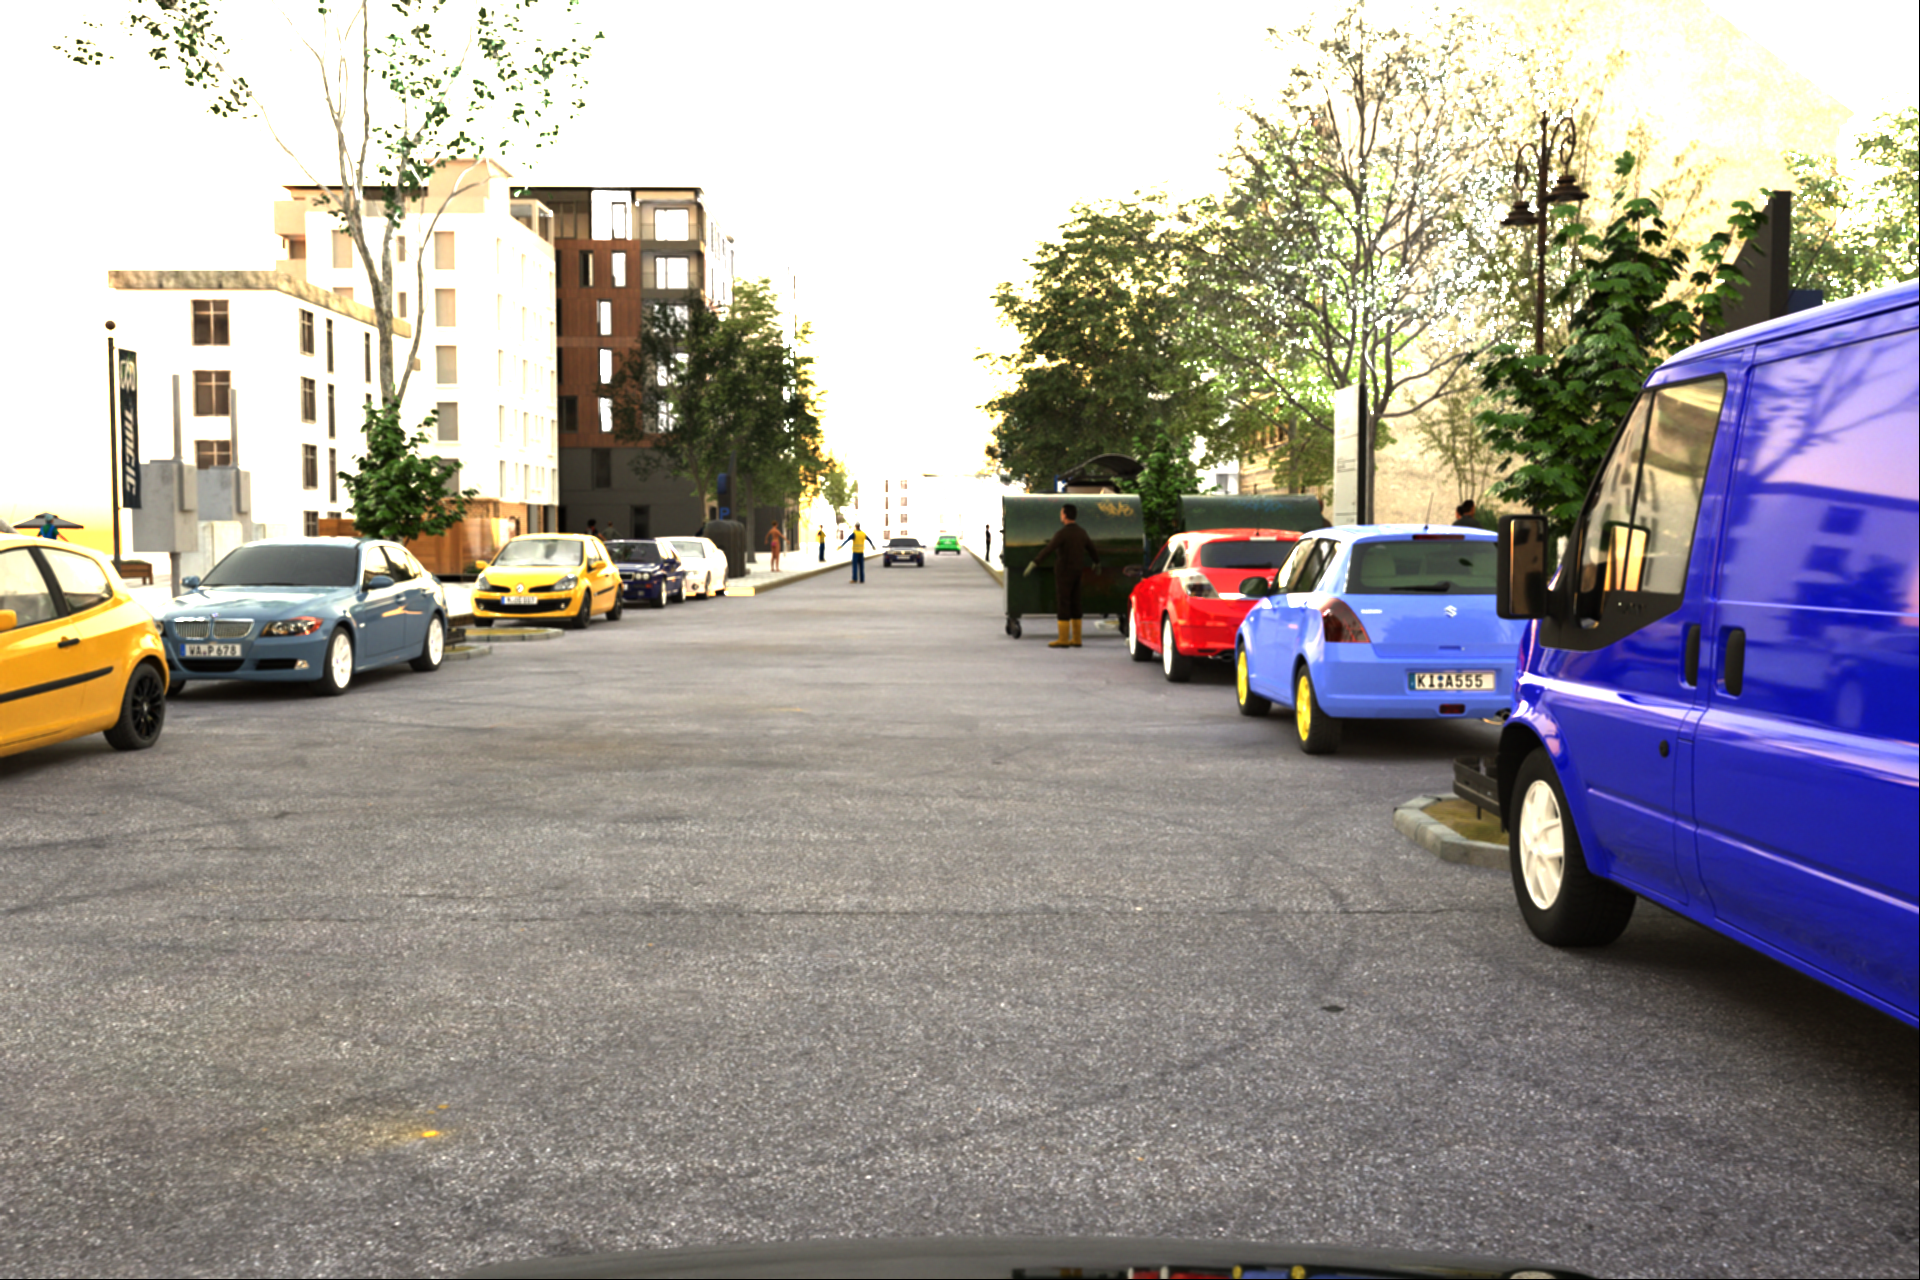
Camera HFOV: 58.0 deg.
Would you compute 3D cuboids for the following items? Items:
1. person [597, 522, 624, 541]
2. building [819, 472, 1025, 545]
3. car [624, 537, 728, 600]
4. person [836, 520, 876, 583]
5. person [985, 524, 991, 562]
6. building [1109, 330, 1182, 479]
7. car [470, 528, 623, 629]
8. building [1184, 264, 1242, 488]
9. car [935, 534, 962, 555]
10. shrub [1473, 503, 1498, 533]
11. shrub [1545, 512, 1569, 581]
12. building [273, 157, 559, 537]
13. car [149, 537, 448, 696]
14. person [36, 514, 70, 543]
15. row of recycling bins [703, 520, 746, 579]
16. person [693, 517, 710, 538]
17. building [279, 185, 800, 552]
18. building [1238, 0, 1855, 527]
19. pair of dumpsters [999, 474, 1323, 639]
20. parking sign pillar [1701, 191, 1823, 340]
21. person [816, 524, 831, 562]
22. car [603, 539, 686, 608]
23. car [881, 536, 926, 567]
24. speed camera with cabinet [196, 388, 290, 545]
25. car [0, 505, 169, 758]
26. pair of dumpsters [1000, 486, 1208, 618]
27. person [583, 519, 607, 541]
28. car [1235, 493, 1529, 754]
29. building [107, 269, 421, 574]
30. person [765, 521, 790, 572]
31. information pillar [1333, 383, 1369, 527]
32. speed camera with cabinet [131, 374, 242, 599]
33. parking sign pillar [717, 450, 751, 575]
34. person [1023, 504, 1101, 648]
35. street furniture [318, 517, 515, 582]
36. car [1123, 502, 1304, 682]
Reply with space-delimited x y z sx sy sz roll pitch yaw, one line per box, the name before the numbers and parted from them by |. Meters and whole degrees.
person | -14.681 -4.069 72.796 1.348 1.796 0.705 0 4 7
building | -5.014 -17.810 235.800 28.070 9.664 9.099 0 4 -3
car | -6.398 -1.645 39.251 2.083 1.381 4.827 0 4 0
person | -3.001 -2.587 50.728 1.349 1.833 0.705 -2 4 -35
person | 1.352 -4.425 79.074 0.721 1.740 1.216 0 4 2
building | 23.486 -20.320 163.157 19.493 23.208 18.063 0 4 -1
car | -6.489 -1.050 27.395 2.015 1.641 3.980 0 4 0
building | 20.612 -16.032 118.545 16.016 20.090 11.380 0 4 0
car | -0.855 -6.927 122.051 1.959 1.807 4.718 0 3 0
shrub | 12.980 -2.404 43.350 1.661 2.075 1.752 0 3 0
shrub | 16.100 -2.639 47.573 1.690 2.028 1.600 0 3 0
building | -28.463 -14.181 88.276 16.016 20.090 11.380 0 4 0
car | -6.340 -0.297 16.851 2.014 1.417 4.499 0 3 0
person | -24.756 -2.512 47.191 1.347 1.817 0.704 1 4 19
row of recycling bins | -6.905 -2.693 51.144 1.069 1.692 3.534 0 4 0
person | -8.556 -3.229 58.580 1.354 1.856 0.705 -1 4 -21
building | -26.070 -16.771 118.182 27.936 21.610 32.646 0 4 -1
building | 22.300 -14.702 71.307 19.493 23.208 18.063 0 4 0
pair of dumpsters | 2.756 -1.178 24.213 4.436 2.255 1.574 0 4 -1
parking sign pillar | 6.578 -1.582 14.340 1.447 3.967 1.447 0 4 0
person | -6.345 -4.525 80.445 0.721 1.772 1.216 2 4 28
car | -6.585 -1.355 34.736 1.945 1.354 3.894 0 4 0
car | -2.462 -3.885 76.096 1.945 1.354 3.894 0 4 -1
speed camera with cabinet | -10.068 -1.833 24.299 0.660 3.252 2.038 0 4 -1
car | -6.242 0.005 10.148 2.015 1.641 3.980 0 4 -1
pair of dumpsters | 2.903 -1.519 29.782 4.436 2.255 1.574 0 3 0
person | -13.585 -3.546 64.118 1.345 1.843 0.704 2 4 30
car | 3.059 -0.183 12.581 1.945 1.707 3.694 0 4 0
building | -26.391 -7.766 69.122 9.099 9.664 28.070 0 4 -1
person | -6.255 -3.206 59.223 1.217 1.733 0.721 3 5 41
information pillar | 6.260 -2.232 27.801 0.184 3.620 1.656 0 4 0
speed camera with cabinet | -9.880 -1.702 22.164 0.660 3.252 2.038 0 4 -1
parking sign pillar | -7.394 -4.075 55.092 1.447 3.967 1.447 0 4 1
person | 1.357 -0.816 21.929 1.346 1.812 0.704 -3 5 -42
street furniture | -14.112 -2.603 49.413 9.812 1.723 11.010 0 4 3
car | 2.856 -0.565 18.277 2.155 1.783 4.494 0 4 -1
